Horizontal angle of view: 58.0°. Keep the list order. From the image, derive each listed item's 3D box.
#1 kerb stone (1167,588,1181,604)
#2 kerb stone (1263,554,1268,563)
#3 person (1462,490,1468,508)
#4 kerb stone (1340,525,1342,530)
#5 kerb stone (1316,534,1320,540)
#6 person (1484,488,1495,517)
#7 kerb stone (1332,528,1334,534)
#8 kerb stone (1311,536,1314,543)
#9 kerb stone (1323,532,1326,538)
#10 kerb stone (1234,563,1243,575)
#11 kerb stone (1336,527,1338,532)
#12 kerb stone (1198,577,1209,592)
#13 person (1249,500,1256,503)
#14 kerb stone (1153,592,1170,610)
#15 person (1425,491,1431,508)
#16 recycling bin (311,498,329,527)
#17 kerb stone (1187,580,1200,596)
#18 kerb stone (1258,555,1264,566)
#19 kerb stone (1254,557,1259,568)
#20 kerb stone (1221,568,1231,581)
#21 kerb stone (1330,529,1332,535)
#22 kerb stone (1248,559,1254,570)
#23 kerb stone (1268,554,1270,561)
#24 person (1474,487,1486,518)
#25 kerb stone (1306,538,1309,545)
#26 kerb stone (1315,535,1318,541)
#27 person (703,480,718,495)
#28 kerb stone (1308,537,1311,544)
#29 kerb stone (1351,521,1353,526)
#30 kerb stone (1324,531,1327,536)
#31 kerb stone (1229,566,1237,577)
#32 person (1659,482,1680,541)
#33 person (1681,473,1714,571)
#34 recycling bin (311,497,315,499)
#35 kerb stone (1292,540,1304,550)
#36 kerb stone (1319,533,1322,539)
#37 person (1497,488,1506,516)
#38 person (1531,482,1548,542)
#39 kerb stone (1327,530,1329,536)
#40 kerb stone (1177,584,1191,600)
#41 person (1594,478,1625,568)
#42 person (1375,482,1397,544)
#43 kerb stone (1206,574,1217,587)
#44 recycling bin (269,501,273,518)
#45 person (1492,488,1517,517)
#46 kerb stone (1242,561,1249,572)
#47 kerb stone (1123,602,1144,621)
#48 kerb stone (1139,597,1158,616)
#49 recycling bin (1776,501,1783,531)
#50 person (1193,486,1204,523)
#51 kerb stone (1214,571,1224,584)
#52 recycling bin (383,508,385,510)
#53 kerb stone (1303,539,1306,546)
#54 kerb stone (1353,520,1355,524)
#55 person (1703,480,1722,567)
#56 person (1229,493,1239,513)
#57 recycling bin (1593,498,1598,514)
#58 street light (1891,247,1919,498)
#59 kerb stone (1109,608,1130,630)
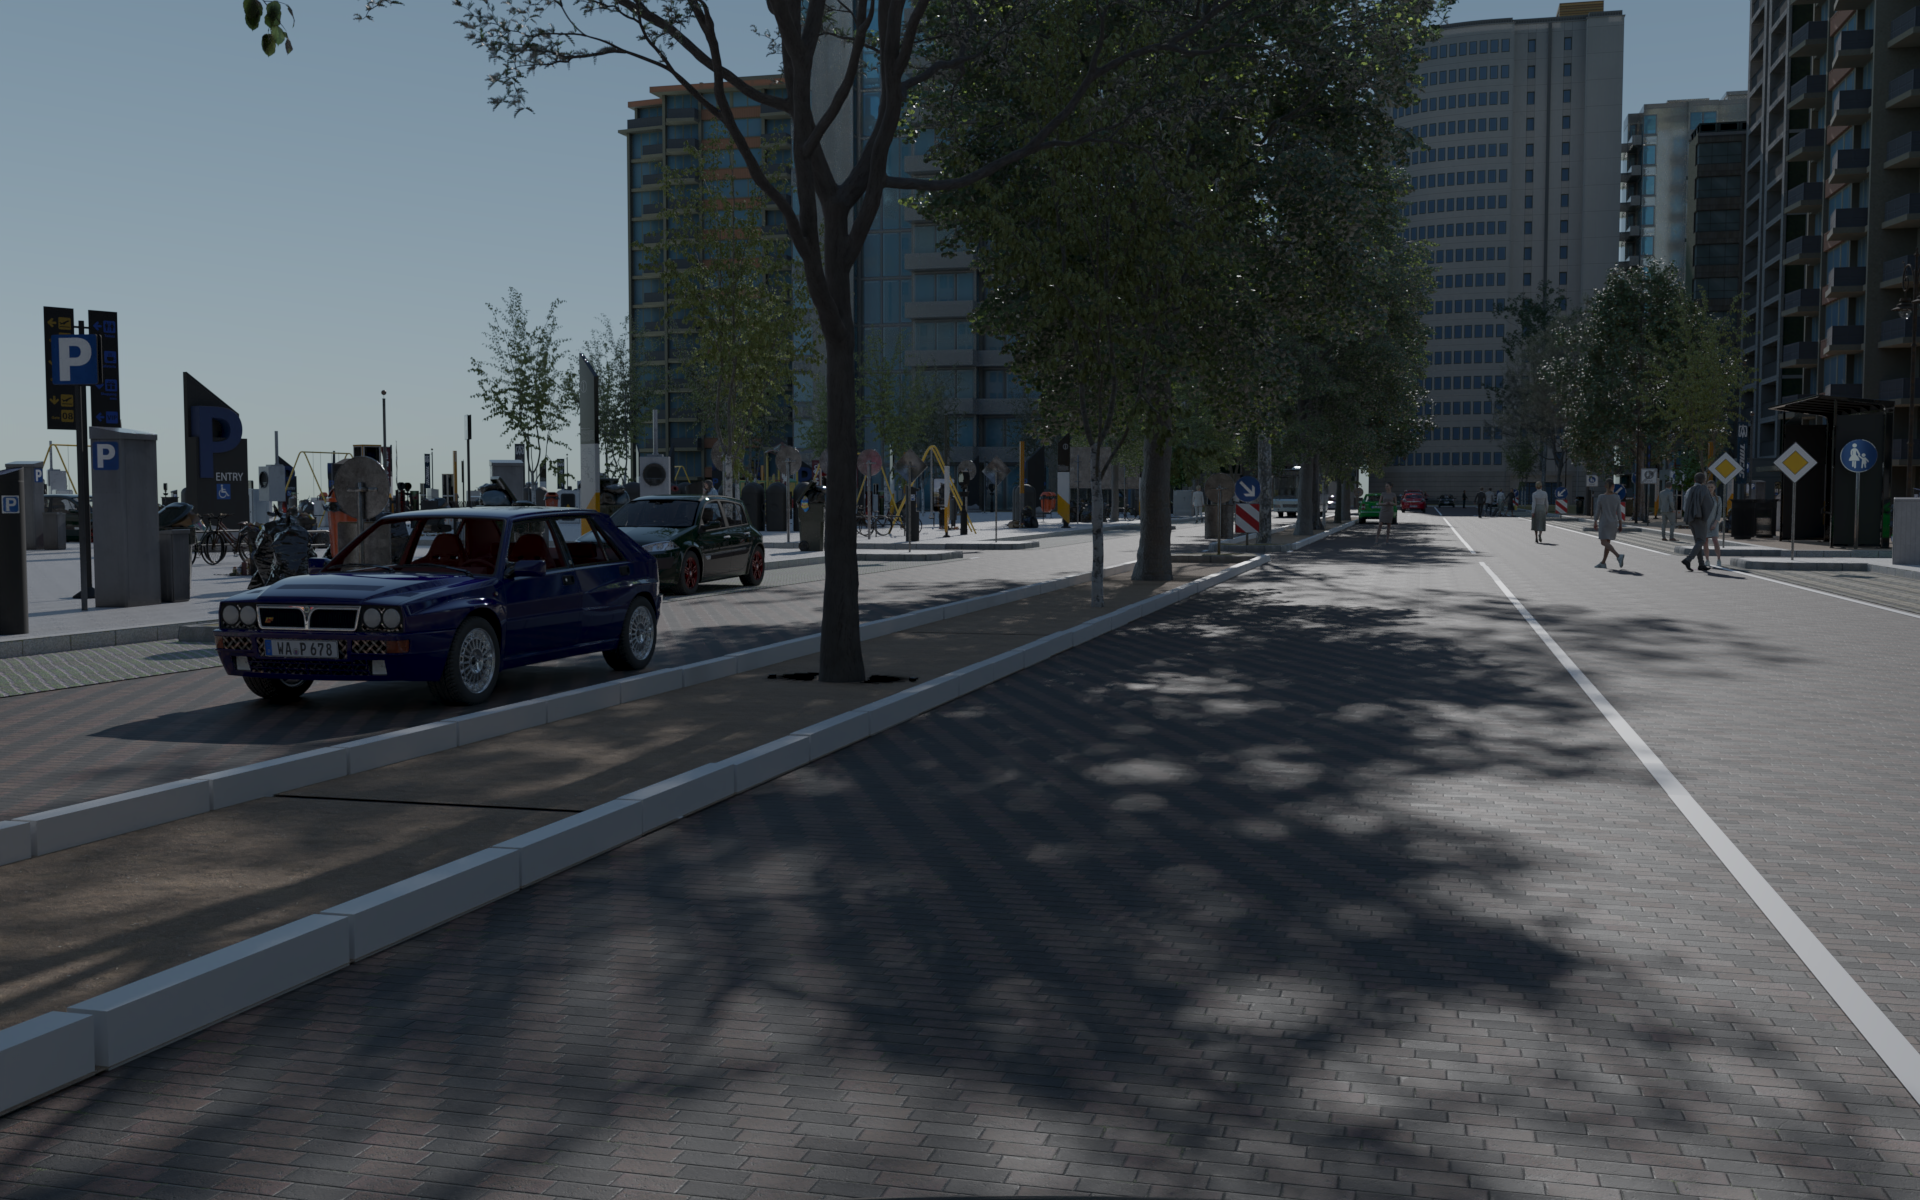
[{"bbox_3d":[2.720,-0.021,22.614,0.120,0.150,1.000,1,4,15],"label":"kerb stone"},{"bbox_3d":[6.160,-0.811,35.491,0.120,0.150,1.000,1,4,15],"label":"kerb stone"},{"bbox_3d":[50.806,-10.145,174.387,0.705,1.821,1.348,3,4,36],"label":"person"},{"bbox_3d":[14.511,-2.716,66.700,0.120,0.150,1.000,1,4,15],"label":"kerb stone"},{"bbox_3d":[10.803,-1.872,52.833,0.120,0.150,1.000,1,4,15],"label":"kerb stone"},{"bbox_3d":[32.816,-6.060,107.422,0.661,1.843,0.795,2,4,30],"label":"person"},{"bbox_3d":[12.929,-2.358,60.755,0.120,0.150,1.000,1,4,15],"label":"kerb stone"},{"bbox_3d":[10.016,-1.692,49.863,0.120,0.150,1.000,1,4,15],"label":"kerb stone"},{"bbox_3d":[11.606,-2.055,55.798,0.120,0.150,1.000,1,4,15],"label":"kerb stone"},{"bbox_3d":[4.835,-0.510,30.538,0.120,0.150,1.000,1,4,15],"label":"kerb stone"},{"bbox_3d":[13.718,-2.540,63.731,0.120,0.150,1.000,1,4,15],"label":"kerb stone"},{"bbox_3d":[3.523,-0.208,25.593,0.120,0.150,1.000,1,4,15],"label":"kerb stone"},{"bbox_3d":[15.039,-4.929,89.435,0.694,1.780,0.624,-1,4,-16],"label":"person"},{"bbox_3d":[2.458,0.037,21.626,0.120,0.150,1.000,1,4,15],"label":"kerb stone"},{"bbox_3d":[49.171,-10.623,182.908,1.217,1.743,0.721,0,4,6],"label":"person"},{"bbox_3d":[-24.572,-3.347,67.273,0.722,1.027,0.722,2,4,34],"label":"recycling bin"},{"bbox_3d":[3.248,-0.147,24.602,0.120,0.150,1.000,1,4,15],"label":"kerb stone"},{"bbox_3d":[5.909,-0.749,34.498,0.120,0.150,1.000,1,4,15],"label":"kerb stone"},{"bbox_3d":[5.638,-0.692,33.512,0.120,0.150,1.000,1,4,15],"label":"kerb stone"},{"bbox_3d":[4.315,-0.381,28.556,0.120,0.150,1.000,1,4,15],"label":"kerb stone"},{"bbox_3d":[12.660,-2.297,59.766,0.120,0.150,1.000,1,4,15],"label":"kerb stone"},{"bbox_3d":[5.372,-0.632,32.521,0.120,0.150,1.000,1,4,15],"label":"kerb stone"},{"bbox_3d":[6.430,-0.869,36.488,0.120,0.150,1.000,1,4,15],"label":"kerb stone"},{"bbox_3d":[31.258,-5.854,103.992,0.659,1.850,0.755,2,4,27],"label":"person"},{"bbox_3d":[9.479,-1.572,47.890,0.120,0.150,1.000,1,4,15],"label":"kerb stone"},{"bbox_3d":[10.543,-1.813,51.838,0.120,0.150,1.000,1,4,15],"label":"kerb stone"},{"bbox_3d":[-6.312,-2.169,44.221,0.793,1.790,0.793,1,4,19],"label":"person"},{"bbox_3d":[9.737,-1.632,48.879,0.120,0.150,1.000,1,4,15],"label":"kerb stone"},{"bbox_3d":[17.179,-3.329,76.629,0.120,0.150,1.000,1,4,15],"label":"kerb stone"},{"bbox_3d":[11.863,-2.112,56.796,0.120,0.150,1.000,1,4,15],"label":"kerb stone"},{"bbox_3d":[4.572,-0.448,29.545,0.120,0.150,1.000,1,4,15],"label":"kerb stone"},{"bbox_3d":[21.571,-2.702,52.778,0.391,1.810,0.635,-2,4,-26],"label":"person"},{"bbox_3d":[13.785,-1.450,32.313,0.850,1.850,0.679,-2,4,-26],"label":"person"},{"bbox_3d":[-48.422,-7.204,130.346,0.722,1.027,0.722,-1,4,-9],"label":"recycling bin"},{"bbox_3d":[8.953,-1.451,45.912,0.120,0.150,1.000,1,4,15],"label":"kerb stone"},{"bbox_3d":[11.067,-1.928,53.826,0.120,0.150,1.000,1,4,15],"label":"kerb stone"},{"bbox_3d":[34.966,-6.319,112.039,0.641,1.798,0.478,-3,5,-39],"label":"person"},{"bbox_3d":[17.104,-2.593,51.118,0.478,1.798,0.641,1,4,21],"label":"person"},{"bbox_3d":[12.128,-2.175,57.788,0.120,0.150,1.000,1,4,15],"label":"kerb stone"},{"bbox_3d":[2.991,-0.086,23.604,0.120,0.150,1.000,1,4,15],"label":"kerb stone"},{"bbox_3d":[12.521,-1.472,33.321,0.466,1.731,0.760,-2,4,-30],"label":"person"},{"bbox_3d":[12.126,-2.475,49.301,0.599,1.781,0.374,1,4,13],"label":"person"},{"bbox_3d":[3.781,-0.265,26.582,0.120,0.150,1.000,1,4,15],"label":"kerb stone"},{"bbox_3d":[-36.635,-4.797,90.992,0.722,1.027,0.722,1,4,13],"label":"recycling bin"},{"bbox_3d":[34.535,-6.182,109.796,1.509,1.804,0.699,1,4,22],"label":"person"},{"bbox_3d":[5.101,-0.571,31.530,0.120,0.150,1.000,1,4,15],"label":"kerb stone"},{"bbox_3d":[1.918,0.156,19.651,0.120,0.150,1.000,1,4,15],"label":"kerb stone"},{"bbox_3d":[2.193,0.095,20.637,0.120,0.150,1.000,1,4,15],"label":"kerb stone"},{"bbox_3d":[28.556,-2.890,59.806,0.722,1.027,0.722,-1,4,-19],"label":"recycling bin"},{"bbox_3d":[11.692,-4.677,84.846,0.514,1.842,0.818,0,4,-8],"label":"person"},{"bbox_3d":[4.050,-0.325,27.568,0.120,0.150,1.000,1,4,15],"label":"kerb stone"},{"bbox_3d":[-41.649,-6.810,123.895,0.722,1.027,0.722,3,5,41],"label":"recycling bin"},{"bbox_3d":[9.212,-1.505,46.902,0.120,0.150,1.000,1,4,15],"label":"kerb stone"},{"bbox_3d":[17.709,-3.450,78.604,0.120,0.150,1.000,1,4,15],"label":"kerb stone"},{"bbox_3d":[14.902,-1.524,34.417,0.512,1.701,0.522,2,4,31],"label":"person"},{"bbox_3d":[13.487,-4.665,84.876,0.850,1.850,0.679,2,4,35],"label":"person"},{"bbox_3d":[40.997,-6.051,111.495,0.722,1.027,0.722,1,4,9],"label":"recycling bin"},{"bbox_3d":[17.930,-3.660,32.621,0.468,5.910,1.993,1,4,15],"label":"street light"},{"bbox_3d":[1.666,0.219,18.658,0.120,0.150,1.000,1,4,15],"label":"kerb stone"}]
